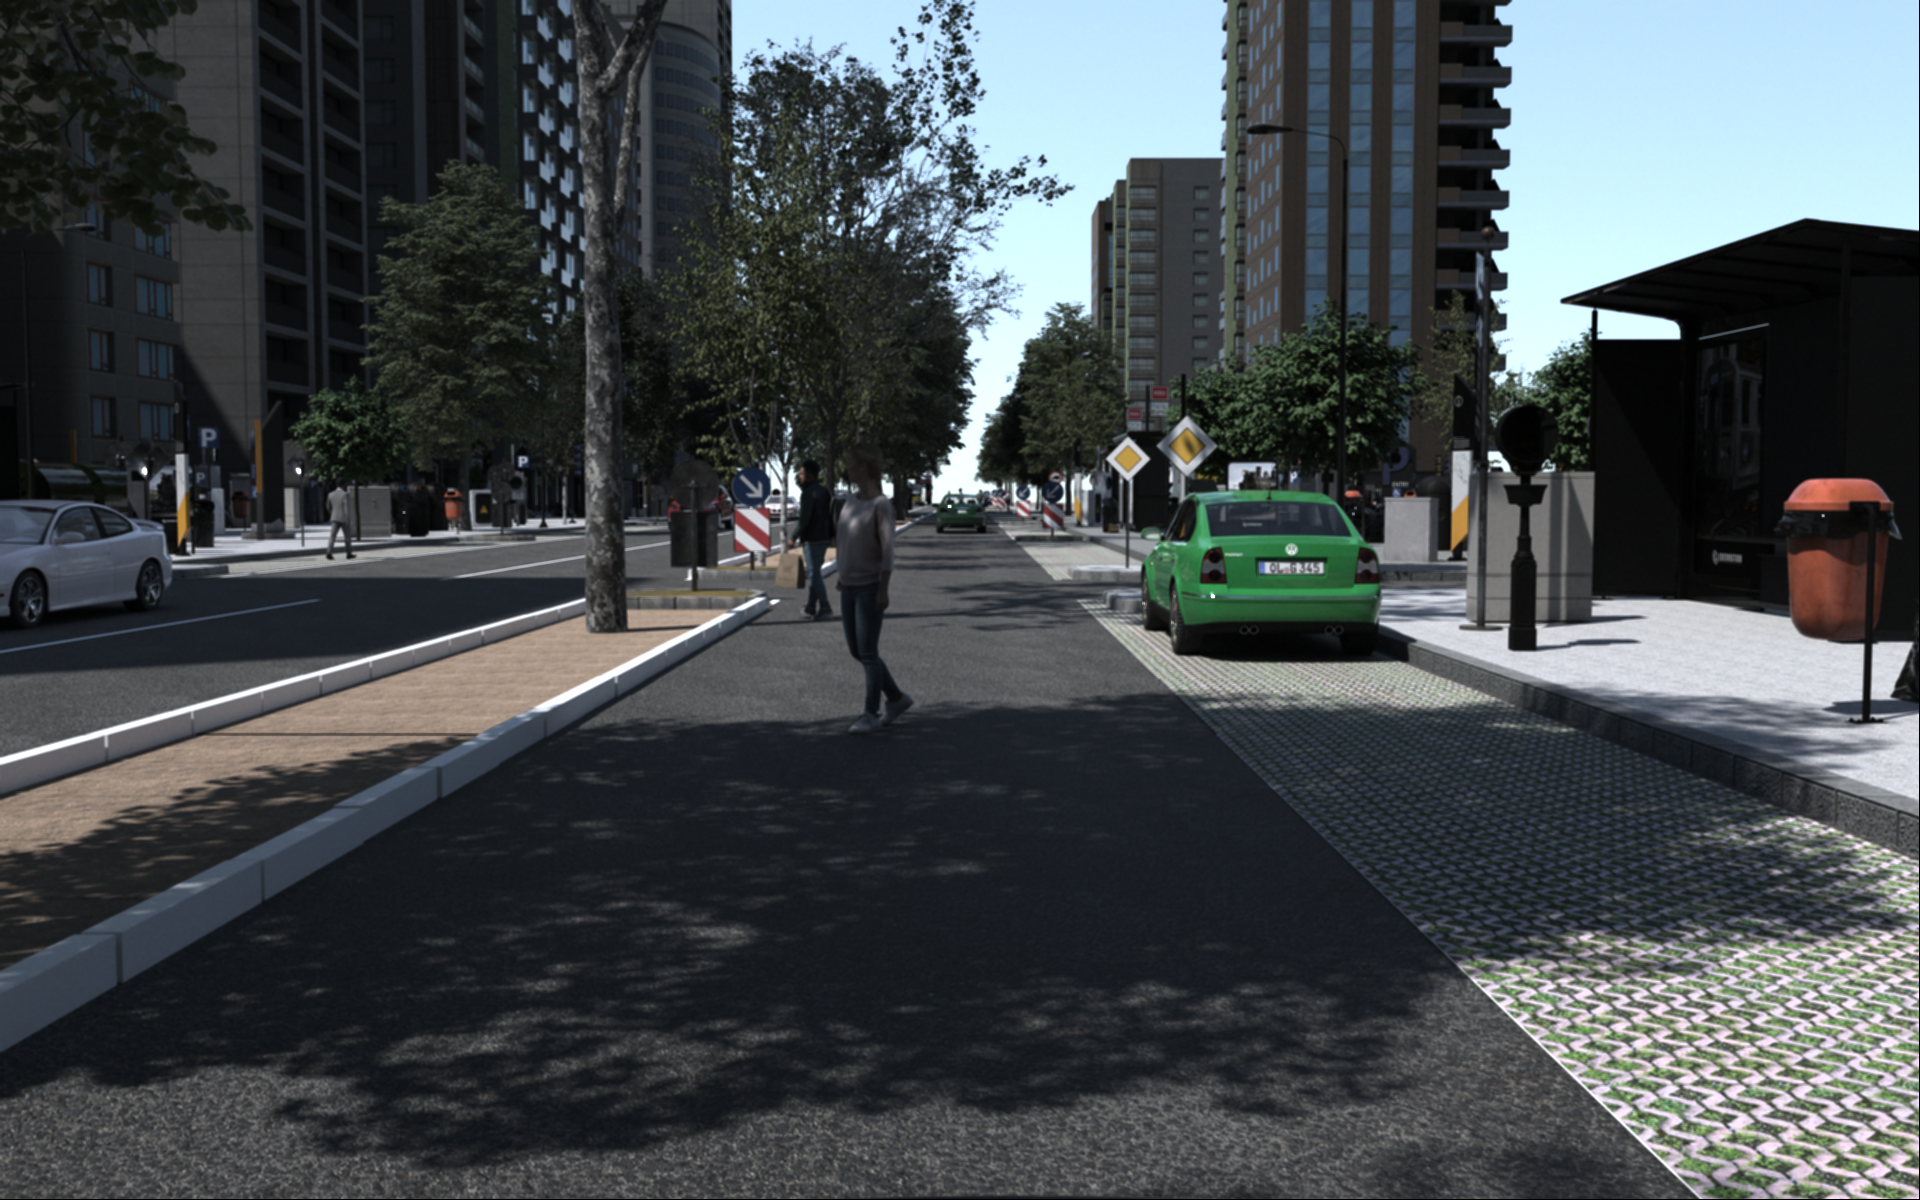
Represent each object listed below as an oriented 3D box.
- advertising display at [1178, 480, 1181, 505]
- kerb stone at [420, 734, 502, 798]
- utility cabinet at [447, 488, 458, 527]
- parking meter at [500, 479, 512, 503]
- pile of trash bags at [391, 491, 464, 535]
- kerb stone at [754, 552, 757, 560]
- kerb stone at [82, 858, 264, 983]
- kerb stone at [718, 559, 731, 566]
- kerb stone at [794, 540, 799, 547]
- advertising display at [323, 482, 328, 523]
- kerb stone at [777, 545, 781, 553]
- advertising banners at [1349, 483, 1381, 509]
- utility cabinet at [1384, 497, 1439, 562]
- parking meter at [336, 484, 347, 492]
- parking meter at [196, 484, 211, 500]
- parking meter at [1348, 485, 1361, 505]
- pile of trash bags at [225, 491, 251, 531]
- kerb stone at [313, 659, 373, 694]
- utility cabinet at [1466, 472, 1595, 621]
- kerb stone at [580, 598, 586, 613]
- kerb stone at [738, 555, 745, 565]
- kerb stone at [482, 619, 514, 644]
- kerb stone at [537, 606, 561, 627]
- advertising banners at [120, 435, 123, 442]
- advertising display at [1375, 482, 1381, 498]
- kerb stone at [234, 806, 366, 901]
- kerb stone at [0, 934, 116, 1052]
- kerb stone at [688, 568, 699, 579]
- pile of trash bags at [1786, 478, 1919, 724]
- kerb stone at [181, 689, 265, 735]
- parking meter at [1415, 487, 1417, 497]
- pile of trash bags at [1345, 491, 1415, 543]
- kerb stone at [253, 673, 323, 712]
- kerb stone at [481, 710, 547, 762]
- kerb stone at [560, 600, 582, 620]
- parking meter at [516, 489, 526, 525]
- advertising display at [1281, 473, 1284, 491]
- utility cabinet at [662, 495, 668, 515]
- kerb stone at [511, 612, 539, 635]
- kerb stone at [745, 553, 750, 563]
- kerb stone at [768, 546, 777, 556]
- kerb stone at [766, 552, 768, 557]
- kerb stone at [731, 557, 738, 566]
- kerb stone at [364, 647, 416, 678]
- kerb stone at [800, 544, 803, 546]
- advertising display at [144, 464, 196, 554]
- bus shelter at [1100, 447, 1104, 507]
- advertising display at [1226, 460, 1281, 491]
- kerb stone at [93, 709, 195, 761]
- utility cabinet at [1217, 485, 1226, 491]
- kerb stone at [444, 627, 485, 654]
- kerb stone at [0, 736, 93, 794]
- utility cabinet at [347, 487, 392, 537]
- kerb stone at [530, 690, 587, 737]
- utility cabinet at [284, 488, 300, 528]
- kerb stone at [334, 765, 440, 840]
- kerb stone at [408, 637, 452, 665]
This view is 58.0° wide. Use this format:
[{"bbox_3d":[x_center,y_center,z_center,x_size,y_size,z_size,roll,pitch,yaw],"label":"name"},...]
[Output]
[{"bbox_3d":[9.956,-4.477,78.406,0.123,1.923,0.974,0,4,4],"label":"advertising display"},{"bbox_3d":[-2.499,0.829,8.659,0.120,0.150,1.000,0,4,0],"label":"kerb stone"},{"bbox_3d":[-19.791,-3.518,66.199,1.173,1.500,0.318,1,4,12],"label":"utility cabinet"},{"bbox_3d":[-17.050,-3.631,65.070,0.399,1.863,0.255,-1,4,-22],"label":"parking meter"},{"bbox_3d":[-17.407,-2.775,55.129,3.447,1.369,1.912,1,4,10],"label":"pile of trash bags"},{"bbox_3d":[-4.497,-0.900,36.904,0.120,0.150,1.000,0,4,0],"label":"kerb stone"},{"bbox_3d":[-2.511,1.017,5.572,0.120,0.150,1.000,0,4,0],"label":"kerb stone"},{"bbox_3d":[-4.519,-0.647,32.813,0.120,0.150,1.000,0,4,0],"label":"kerb stone"},{"bbox_3d":[-4.470,-1.463,46.116,0.120,0.150,1.000,0,4,0],"label":"kerb stone"},{"bbox_3d":[-28.710,-4.463,78.188,0.123,1.923,0.974,-3,4,-36],"label":"advertising display"},{"bbox_3d":[-4.479,-1.212,42.014,0.120,0.150,1.000,0,4,0],"label":"kerb stone"},{"bbox_3d":[17.034,-4.664,72.444,2.074,3.025,0.090,-2,4,-23],"label":"advertising banners"},{"bbox_3d":[8.582,-1.332,32.940,0.306,1.237,1.020,-3,5,-42],"label":"utility cabinet"},{"bbox_3d":[-25.511,-4.024,71.496,0.399,1.863,0.255,1,4,20],"label":"parking meter"},{"bbox_3d":[-19.594,-2.232,44.907,0.372,1.533,0.369,0,3,0],"label":"parking meter"},{"bbox_3d":[11.348,-2.536,49.877,0.372,1.533,0.369,0,3,0],"label":"parking meter"},{"bbox_3d":[-28.236,-3.468,66.453,3.447,1.369,1.912,-1,4,-9],"label":"pile of trash bags"},{"bbox_3d":[-4.592,0.576,12.802,0.120,0.150,1.000,0,4,0],"label":"kerb stone"},{"bbox_3d":[5.695,-0.528,17.320,1.173,1.500,0.318,0,4,-4],"label":"utility cabinet"},{"bbox_3d":[-4.559,0.074,20.991,0.120,0.150,1.000,0,4,0],"label":"kerb stone"},{"bbox_3d":[-4.506,-0.771,34.858,0.120,0.150,1.000,0,4,0],"label":"kerb stone"},{"bbox_3d":[-4.569,0.324,16.901,0.120,0.150,1.000,0,4,0],"label":"kerb stone"},{"bbox_3d":[-4.568,0.204,18.946,0.120,0.150,1.000,0,4,0],"label":"kerb stone"},{"bbox_3d":[-25.554,-3.451,52.613,0.090,3.025,2.074,-2,4,-33],"label":"advertising banners"},{"bbox_3d":[22.767,-5.366,92.950,0.974,1.923,0.123,0,4,3],"label":"advertising display"},{"bbox_3d":[-2.509,0.959,6.600,0.120,0.150,1.000,0,4,0],"label":"kerb stone"},{"bbox_3d":[-2.521,1.079,4.549,0.120,0.150,1.000,0,4,0],"label":"kerb stone"},{"bbox_3d":[-4.529,-0.460,29.727,0.120,0.150,1.000,0,4,0],"label":"kerb stone"},{"bbox_3d":[6.395,-0.031,10.260,3.447,1.369,1.912,-1,4,-14],"label":"pile of trash bags"},{"bbox_3d":[-4.599,0.700,10.757,0.120,0.150,1.000,0,4,0],"label":"kerb stone"},{"bbox_3d":[12.870,-2.440,48.309,0.372,1.533,0.369,0,3,0],"label":"parking meter"},{"bbox_3d":[11.143,-2.270,46.863,1.912,1.369,3.447,-1,4,-10],"label":"pile of trash bags"},{"bbox_3d":[-4.600,0.637,11.780,0.120,0.150,1.000,0,4,0],"label":"kerb stone"},{"bbox_3d":[-2.507,0.766,9.686,0.120,0.150,1.000,0,4,0],"label":"kerb stone"},{"bbox_3d":[-4.556,0.139,19.969,0.120,0.150,1.000,0,4,0],"label":"kerb stone"},{"bbox_3d":[-18.327,-3.905,72.265,0.372,1.533,0.369,0,3,0],"label":"parking meter"},{"bbox_3d":[9.680,-2.940,53.280,0.123,1.923,0.974,3,4,39],"label":"advertising display"},{"bbox_3d":[-17.908,-5.753,105.217,0.306,1.237,1.020,1,4,19],"label":"utility cabinet"},{"bbox_3d":[-4.571,0.261,17.923,0.120,0.150,1.000,0,4,0],"label":"kerb stone"},{"bbox_3d":[-4.499,-0.835,35.882,0.120,0.150,1.000,0,4,0],"label":"kerb stone"},{"bbox_3d":[-4.497,-1.150,40.992,0.120,0.150,1.000,0,4,0],"label":"kerb stone"},{"bbox_3d":[-4.499,-1.023,38.948,0.120,0.150,1.000,0,4,0],"label":"kerb stone"},{"bbox_3d":[-4.516,-0.712,33.836,0.120,0.150,1.000,0,4,0],"label":"kerb stone"},{"bbox_3d":[-4.586,0.512,13.824,0.120,0.150,1.000,0,4,0],"label":"kerb stone"},{"bbox_3d":[-4.459,-1.589,48.176,0.120,0.150,1.000,0,4,0],"label":"kerb stone"},{"bbox_3d":[-16.770,-1.930,36.772,0.974,1.923,0.123,-2,4,-25],"label":"advertising display"},{"bbox_3d":[7.401,-6.161,78.356,2.179,5.291,8.768,0,4,0],"label":"bus shelter"},{"bbox_3d":[5.487,-1.673,32.567,0.974,1.923,0.123,1,4,13],"label":"advertising display"},{"bbox_3d":[-4.602,0.762,9.735,0.120,0.150,1.000,0,4,0],"label":"kerb stone"},{"bbox_3d":[6.907,-2.142,43.701,1.173,1.500,0.318,3,4,38],"label":"utility cabinet"},{"bbox_3d":[-4.582,0.387,15.875,0.120,0.150,1.000,0,4,0],"label":"kerb stone"},{"bbox_3d":[-4.605,0.825,8.704,0.120,0.150,1.000,0,4,0],"label":"kerb stone"},{"bbox_3d":[-17.376,-2.586,50.968,1.173,1.500,0.318,-2,4,-29],"label":"utility cabinet"},{"bbox_3d":[-2.495,0.702,10.711,0.120,0.150,1.000,0,4,0],"label":"kerb stone"},{"bbox_3d":[-25.051,-3.404,64.327,1.173,1.500,0.318,2,4,25],"label":"utility cabinet"},{"bbox_3d":[-2.517,0.891,7.626,0.120,0.150,1.000,0,4,0],"label":"kerb stone"},{"bbox_3d":[-4.585,0.451,14.846,0.120,0.150,1.000,0,4,0],"label":"kerb stone"}]
